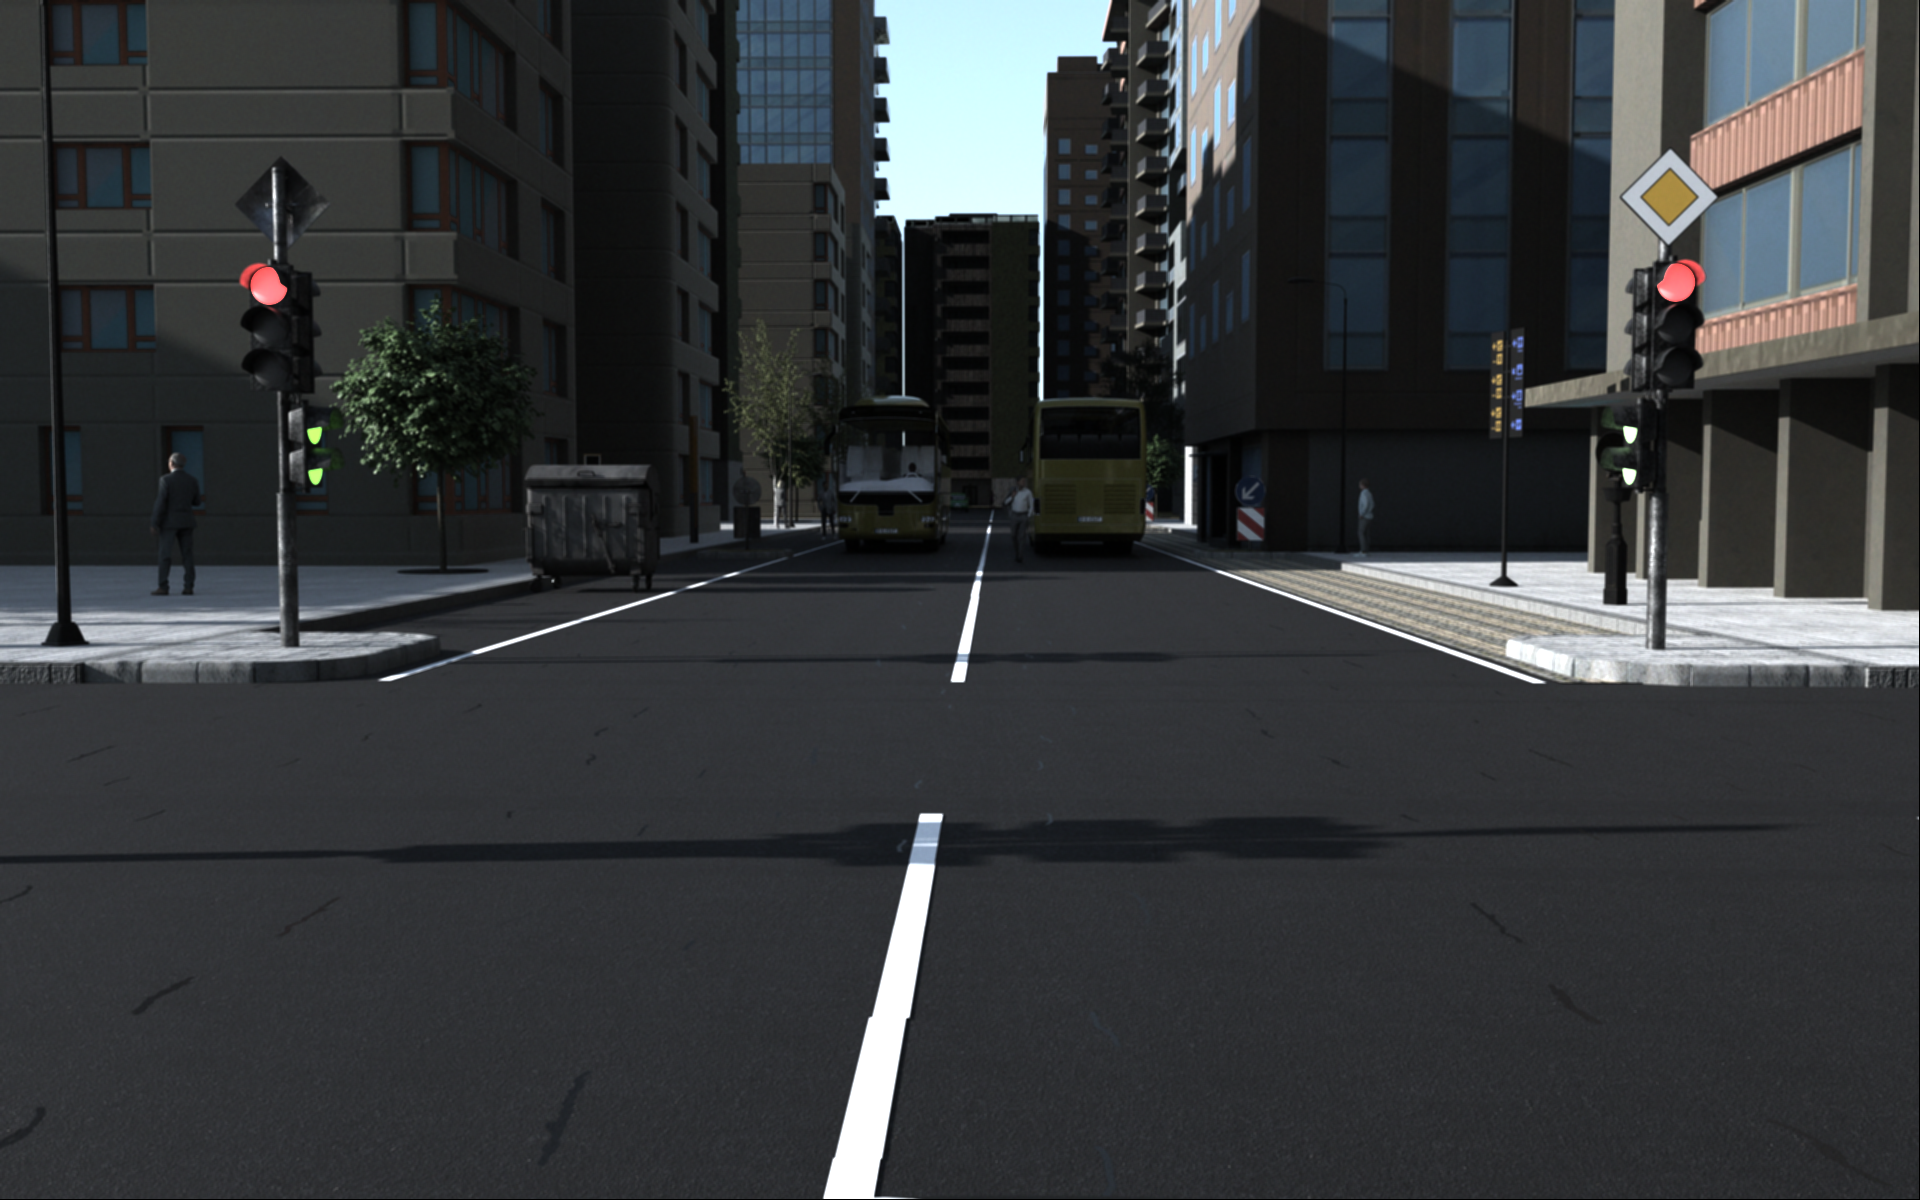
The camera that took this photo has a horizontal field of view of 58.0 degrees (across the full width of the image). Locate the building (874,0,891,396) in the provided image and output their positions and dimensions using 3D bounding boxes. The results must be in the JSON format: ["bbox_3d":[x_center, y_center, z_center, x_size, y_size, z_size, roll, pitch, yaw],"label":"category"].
[{"bbox_3d":[-21.643,-32.629,153.097,30.456,49.044,23.786,0,4,1],"label":"building"}]

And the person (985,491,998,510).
[{"bbox_3d":[2.867,-9.038,156.957,1.217,1.739,0.721,1,4,15],"label":"person"}]

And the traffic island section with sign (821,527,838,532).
[{"bbox_3d":[-4.237,-3.517,66.124,1.989,1.847,2.006,0,4,1],"label":"traffic island section with sign"}]

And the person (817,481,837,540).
[{"bbox_3d":[-4.149,-2.805,54.213,0.661,1.843,0.795,1,4,10],"label":"person"}]

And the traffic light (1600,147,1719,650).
[{"bbox_3d":[5.740,-1.548,14.226,0.839,4.253,0.868,0,4,1],"label":"traffic light"}]

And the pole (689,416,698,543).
[{"bbox_3d":[-6.974,-3.150,45.348,0.158,3.312,0.155,0,3,0],"label":"pole"}]

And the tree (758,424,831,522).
[{"bbox_3d":[-7.618,-5.879,79.843,4.285,4.588,4.351,0,3,0],"label":"tree"}]

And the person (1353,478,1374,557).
[{"bbox_3d":[8.284,-1.688,35.458,0.330,1.601,0.589,3,4,38],"label":"person"}]

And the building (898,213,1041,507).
[{"bbox_3d":[1.249,-25.033,180.995,14.107,30.474,14.160,0,4,1],"label":"building"}]

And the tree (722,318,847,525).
[{"bbox_3d":[-7.706,-7.432,71.881,4.737,8.622,4.395,0,3,0],"label":"tree"}]

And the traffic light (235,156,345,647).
[{"bbox_3d":[-5.619,-1.561,14.448,0.839,4.253,0.868,0,4,1],"label":"traffic light"}]

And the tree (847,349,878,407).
[{"bbox_3d":[-6.043,-8.328,86.518,4.737,8.622,4.395,0,3,0],"label":"tree"}]

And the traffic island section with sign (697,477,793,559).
[{"bbox_3d":[-4.817,-1.868,39.175,1.989,1.847,2.006,0,4,1],"label":"traffic island section with sign"}]

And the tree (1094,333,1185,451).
[{"bbox_3d":[10.305,-10.102,99.581,7.601,10.594,8.767,-1,4,-10],"label":"tree"}]

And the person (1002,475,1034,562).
[{"bbox_3d":[1.229,-1.715,36.647,0.679,1.850,0.850,1,4,10],"label":"person"}]

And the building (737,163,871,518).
[{"bbox_3d":[-20.250,-15.929,105.485,27.650,21.520,28.899,0,4,1],"label":"building"}]

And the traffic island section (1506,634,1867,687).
[{"bbox_3d":[5.780,0.486,14.339,2.009,0.180,2.903,0,4,1],"label":"traffic island section"}]

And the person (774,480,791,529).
[{"bbox_3d":[-6.639,-3.556,64.367,0.537,1.800,0.526,3,5,40],"label":"person"}]

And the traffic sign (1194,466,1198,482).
[{"bbox_3d":[8.473,-3.586,60.753,0.606,2.300,0.079,0,4,6],"label":"traffic sign"}]

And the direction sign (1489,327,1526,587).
[{"bbox_3d":[7.582,-1.960,24.047,0.379,3.537,0.876,-1,4,-12],"label":"direction sign"}]

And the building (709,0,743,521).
[{"bbox_3d":[-18.088,-18.836,79.668,14.160,30.474,14.107,0,4,1],"label":"building"}]

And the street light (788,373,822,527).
[{"bbox_3d":[-5.975,-5.751,66.570,1.470,5.913,1.316,0,4,1],"label":"street light"}]

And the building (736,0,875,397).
[{"bbox_3d":[-13.631,-29.143,126.600,14.600,45.320,14.200,0,4,1],"label":"building"}]

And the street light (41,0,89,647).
[{"bbox_3d":[-7.077,-2.569,14.548,1.470,5.913,1.316,0,4,1],"label":"street light"}]

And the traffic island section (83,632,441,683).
[{"bbox_3d":[-5.658,0.471,14.583,2.009,0.180,2.903,0,4,1],"label":"traffic island section"}]

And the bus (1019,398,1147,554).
[{"bbox_3d":[3.029,-3.236,44.459,2.896,3.916,12.252,0,4,1],"label":"bus"}]

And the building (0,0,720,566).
[{"bbox_3d":[-22.386,-12.225,44.916,27.650,21.520,28.899,0,4,1],"label":"building"}]

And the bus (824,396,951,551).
[{"bbox_3d":[-1.650,-3.386,46.908,2.896,3.916,12.252,0,4,1],"label":"bus"}]

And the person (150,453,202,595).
[{"bbox_3d":[-10.024,-0.969,22.064,0.590,1.801,0.661,2,4,33],"label":"person"}]

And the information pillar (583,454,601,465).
[{"bbox_3d":[-6.789,-1.684,32.026,0.304,2.012,0.304,-1,4,-15],"label":"information pillar"}]

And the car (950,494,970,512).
[{"bbox_3d":[-0.203,-7.828,136.777,1.959,1.807,4.718,0,3,0],"label":"car"}]

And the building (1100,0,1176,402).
[{"bbox_3d":[23.445,-30.212,148.584,22.147,44.769,28.867,0,4,1],"label":"building"}]

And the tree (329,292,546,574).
[{"bbox_3d":[-8.528,-2.731,28.366,4.285,4.588,4.351,0,3,0],"label":"tree"}]

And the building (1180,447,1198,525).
[{"bbox_3d":[20.179,-32.420,72.068,21.231,58.520,28.212,0,4,1],"label":"building"}]

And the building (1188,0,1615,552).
[{"bbox_3d":[13.480,-24.058,43.453,14.600,45.320,14.200,0,4,1],"label":"building"}]

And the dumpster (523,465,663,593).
[{"bbox_3d":[-5.402,-1.061,25.568,1.865,1.857,1.264,0,4,1],"label":"dumpster"}]

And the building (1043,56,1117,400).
[{"bbox_3d":[15.941,-32.458,180.797,14.200,45.320,14.600,0,4,1],"label":"building"}]

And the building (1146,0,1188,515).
[{"bbox_3d":[23.040,-49.221,117.433,22.319,86.520,31.000,0,4,1],"label":"building"}]

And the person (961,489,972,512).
[{"bbox_3d":[0.276,-8.084,140.686,1.348,1.822,0.705,0,4,-2],"label":"person"}]

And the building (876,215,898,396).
[{"bbox_3d":[-13.197,-25.065,181.514,14.107,30.474,14.160,0,4,1],"label":"building"}]

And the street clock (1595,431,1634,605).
[{"bbox_3d":[7.608,-0.947,20.053,0.358,2.002,0.471,-2,4,-32],"label":"street clock"}]

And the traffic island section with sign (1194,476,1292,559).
[{"bbox_3d":[6.308,-1.853,38.932,1.989,1.847,2.006,0,4,1],"label":"traffic island section with sign"}]

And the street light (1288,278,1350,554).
[{"bbox_3d":[7.727,-3.961,37.303,1.470,5.913,1.316,0,4,1],"label":"street light"}]

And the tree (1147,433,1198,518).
[{"bbox_3d":[10.454,-6.647,92.391,4.285,4.588,4.351,0,3,0],"label":"tree"}]

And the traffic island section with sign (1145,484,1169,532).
[{"bbox_3d":[6.880,-3.502,65.881,1.989,1.847,2.006,0,4,1],"label":"traffic island section with sign"}]

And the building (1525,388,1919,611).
[{"bbox_3d":[23.614,-22.549,23.294,28.867,44.769,22.147,0,4,1],"label":"building"}]
